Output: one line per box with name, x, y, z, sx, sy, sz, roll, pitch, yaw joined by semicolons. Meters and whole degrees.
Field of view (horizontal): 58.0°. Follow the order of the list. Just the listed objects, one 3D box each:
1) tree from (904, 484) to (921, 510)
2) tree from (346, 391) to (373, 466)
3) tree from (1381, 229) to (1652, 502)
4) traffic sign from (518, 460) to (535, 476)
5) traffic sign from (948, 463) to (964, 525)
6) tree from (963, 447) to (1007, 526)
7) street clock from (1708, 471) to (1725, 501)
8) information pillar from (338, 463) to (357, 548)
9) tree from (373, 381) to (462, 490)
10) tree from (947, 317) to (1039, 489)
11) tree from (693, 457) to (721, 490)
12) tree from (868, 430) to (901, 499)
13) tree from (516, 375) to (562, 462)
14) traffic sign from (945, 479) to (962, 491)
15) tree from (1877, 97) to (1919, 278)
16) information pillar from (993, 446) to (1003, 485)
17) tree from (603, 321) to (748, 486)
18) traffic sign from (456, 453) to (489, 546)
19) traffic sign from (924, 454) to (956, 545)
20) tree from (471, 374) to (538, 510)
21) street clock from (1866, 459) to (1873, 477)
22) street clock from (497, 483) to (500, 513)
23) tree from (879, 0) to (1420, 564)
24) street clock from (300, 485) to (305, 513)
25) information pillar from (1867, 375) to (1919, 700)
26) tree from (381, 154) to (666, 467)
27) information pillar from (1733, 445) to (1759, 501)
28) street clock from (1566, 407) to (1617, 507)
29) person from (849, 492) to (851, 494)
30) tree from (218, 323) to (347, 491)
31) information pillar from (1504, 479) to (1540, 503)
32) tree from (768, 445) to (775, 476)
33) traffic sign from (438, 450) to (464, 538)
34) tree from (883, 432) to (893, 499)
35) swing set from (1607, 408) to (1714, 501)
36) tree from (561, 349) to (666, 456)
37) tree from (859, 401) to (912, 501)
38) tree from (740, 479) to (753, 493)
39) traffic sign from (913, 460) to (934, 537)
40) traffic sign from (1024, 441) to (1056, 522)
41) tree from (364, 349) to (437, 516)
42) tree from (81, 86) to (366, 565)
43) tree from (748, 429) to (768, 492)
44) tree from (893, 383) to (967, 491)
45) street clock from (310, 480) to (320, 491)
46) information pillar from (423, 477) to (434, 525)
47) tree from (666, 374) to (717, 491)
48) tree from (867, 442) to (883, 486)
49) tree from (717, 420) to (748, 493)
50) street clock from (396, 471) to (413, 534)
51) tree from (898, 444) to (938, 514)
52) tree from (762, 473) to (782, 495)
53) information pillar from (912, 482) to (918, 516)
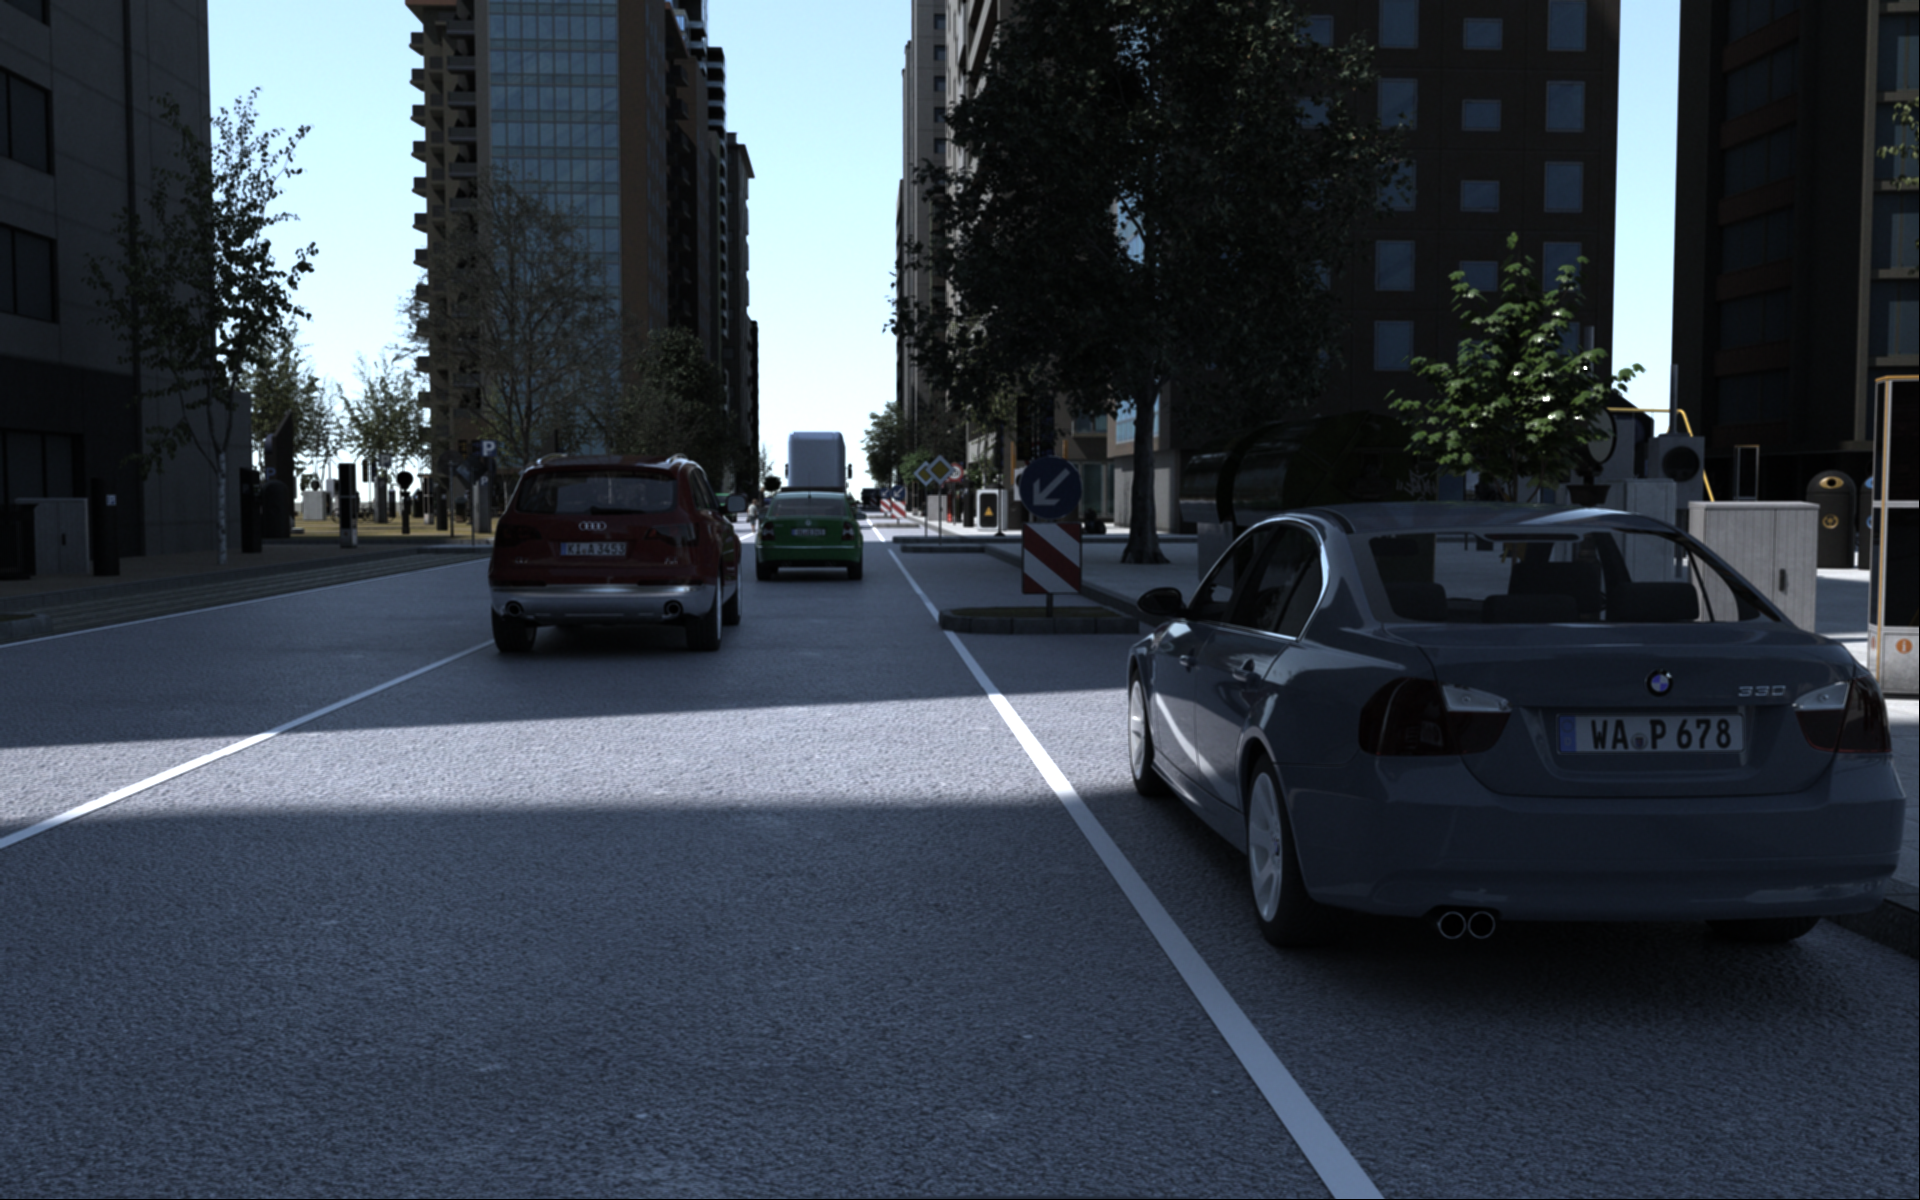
tree;-3.778;-9.011;141.929;1.663;3.219;1.824;0;3;0
tree;-39.066;-9.519;106.005;4.360;8.622;3.978;0;3;0
tree;4.088;-1.114;12.818;1.663;3.219;1.824;0;3;0
traffic sign;-12.533;-2.878;50.701;0.795;2.450;0.064;0;4;-4
traffic sign;-0.227;-4.356;71.327;0.768;2.556;0.104;0;4;0
tree;1.072;-4.607;69.919;1.663;3.219;1.824;0;3;0
street clock;23.849;-3.064;54.669;0.471;2.002;0.358;1;4;15
information pillar;-14.548;-2.243;41.166;0.304;2.012;0.304;0;4;5
tree;-34.611;-9.881;111.917;4.360;8.622;3.978;0;3;0
tree;1.124;-6.932;63.708;4.737;8.622;4.395;0;3;0
tree;-21.108;-9.688;142.115;4.285;4.588;4.351;0;3;0
tree;-8.417;-15.140;197.900;4.737;8.622;4.395;0;3;0
tree;-21.447;-8.776;93.852;4.360;8.622;3.978;0;3;0
traffic sign;-0.359;-4.843;79.189;0.884;2.594;0.081;0;4;1
tree;12.066;-4.191;18.887;4.737;8.622;4.395;0;3;0
information pillar;1.586;-4.922;71.835;0.504;3.616;0.183;3;5;42
tree;-18.826;-12.083;114.563;9.611;12.733;9.660;0;3;0
traffic sign;-12.024;-2.391;42.732;0.795;2.450;0.064;0;4;-4
traffic sign;-0.502;-2.434;43.445;0.795;2.450;0.064;0;4;-4
tree;-27.476;-9.442;104.731;4.737;8.622;4.395;0;3;0
street clock;18.538;-1.857;34.931;0.358;2.002;0.471;-2;4;-33
street clock;-29.129;-6.373;108.773;0.471;2.002;0.358;-2;4;-28
tree;3.412;-7.014;31.688;9.611;12.733;9.660;0;3;0
street clock;-44.503;-6.898;117.354;0.358;2.002;0.471;0;4;-6
information pillar;5.919;-0.391;10.881;0.304;2.012;0.304;1;4;16
tree;-16.158;-9.380;63.739;12.009;13.543;11.850;0;3;0
information pillar;11.884;-1.329;26.220;0.304;2.012;0.304;1;4;16
street clock;5.241;-0.605;14.461;0.471;2.002;0.358;-3;5;-39
person;-14.611;-13.421;228.658;1.217;1.735;0.721;-3;5;-42
tree;-28.942;-7.474;72.566;4.360;8.622;3.978;0;3;0
information pillar;7.912;-2.016;24.309;0.504;3.616;0.183;2;4;31
tree;-27.607;-17.674;239.334;4.360;8.622;3.978;0;3;0
traffic sign;-14.755;-3.067;50.259;0.768;2.556;0.104;0;4;-1
tree;-3.390;-11.276;134.730;4.360;8.622;3.978;0;3;0
swing set;12.103;-2.081;31.642;3.119;2.851;2.862;-1;4;-21
tree;-16.940;-8.235;85.006;4.360;8.622;3.978;0;3;0
tree;-8.339;-17.837;209.758;7.486;12.596;7.792;0;3;0
tree;-24.935;-12.571;200.134;1.663;3.219;1.824;0;3;0
traffic sign;-1.011;-2.922;51.414;0.795;2.450;0.064;0;4;-4
traffic sign;1.887;-2.515;41.226;0.768;2.556;0.104;0;4;-3
tree;-29.230;-8.353;86.933;4.737;8.622;4.395;0;3;0
tree;-13.595;-4.963;31.500;4.737;8.622;4.395;0;3;0
tree;-23.011;-14.114;181.122;4.360;8.622;3.978;0;3;0
tree;-1.053;-9.555;106.583;4.360;8.622;3.978;0;3;0
street clock;-33.892;-5.291;91.080;0.471;2.002;0.358;2;4;26
information pillar;-22.345;-4.180;72.842;0.304;2.012;0.304;2;4;30
tree;-17.875;-9.437;104.654;4.360;8.622;3.978;0;3;0
tree;-10.145;-16.969;227.808;4.360;8.622;3.978;0;3;0
tree;-21.936;-12.620;156.698;4.360;8.622;3.978;0;3;0
street clock;-17.731;-3.107;55.364;0.471;2.002;0.358;0;4;1
tree;-2.435;-8.008;114.649;4.285;4.588;4.351;0;3;0
tree;-28.813;-17.212;265.135;4.285;4.588;4.351;0;3;0
information pillar;-2.649;-6.001;102.601;0.304;2.012;0.304;-1;4;-13
